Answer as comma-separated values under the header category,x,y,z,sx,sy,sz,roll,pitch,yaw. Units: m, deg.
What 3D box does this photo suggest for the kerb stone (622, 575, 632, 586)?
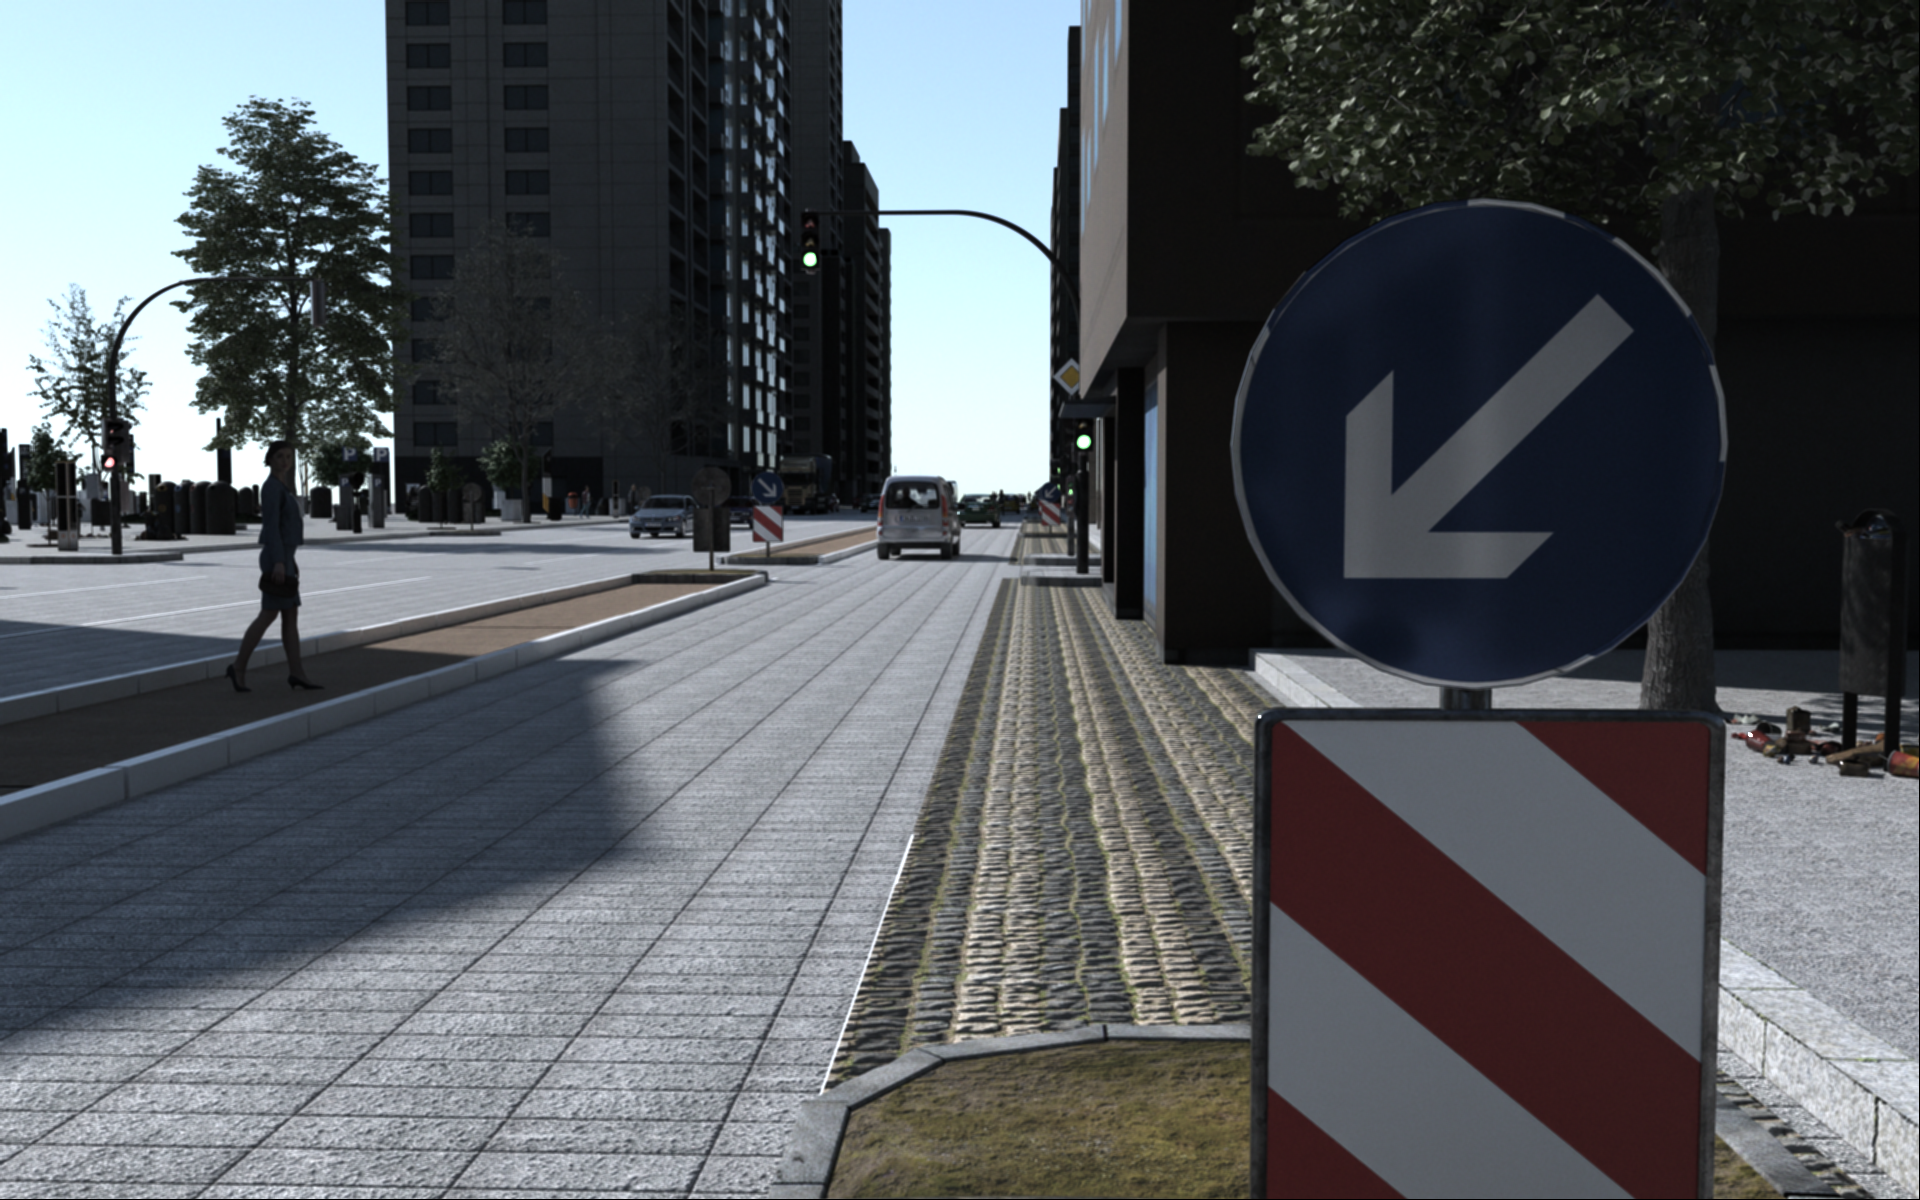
category,x,y,z,sx,sy,sz,roll,pitch,yaw
kerb stone,-5.290,-0.301,27.176,0.120,0.150,1.000,0,4,2

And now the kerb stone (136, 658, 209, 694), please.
category,x,y,z,sx,sy,sz,roll,pitch,yaw
kerb stone,-5.884,0.572,12.845,0.120,0.150,1.000,0,4,2

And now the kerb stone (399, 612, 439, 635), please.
category,x,y,z,sx,sy,sz,roll,pitch,yaw
kerb stone,-5.668,0.259,17.968,0.120,0.150,1.000,0,4,2

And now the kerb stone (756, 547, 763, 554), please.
category,x,y,z,sx,sy,sz,roll,pitch,yaw
kerb stone,-4.753,-1.087,40.034,0.120,0.150,1.000,0,4,2

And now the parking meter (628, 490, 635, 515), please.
category,x,y,z,sx,sy,sz,roll,pitch,yaw
parking meter,-20.366,-6.052,107.368,0.372,1.533,0.369,0,3,0

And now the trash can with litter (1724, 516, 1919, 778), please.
category,x,y,z,sx,sy,sz,roll,pitch,yaw
trash can with litter,4.482,0.151,8.585,1.678,1.210,2.233,0,4,7

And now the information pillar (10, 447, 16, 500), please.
category,x,y,z,sx,sy,sz,roll,pitch,yaw
information pillar,-46.632,-5.747,85.324,0.183,3.616,0.504,-1,4,-11

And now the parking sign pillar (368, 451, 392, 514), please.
category,x,y,z,sx,sy,sz,roll,pitch,yaw
parking sign pillar,-36.650,-7.388,109.264,1.447,3.967,1.447,-2,4,-25

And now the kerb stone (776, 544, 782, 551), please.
category,x,y,z,sx,sy,sz,roll,pitch,yaw
kerb stone,-4.622,-1.279,43.105,0.120,0.150,1.000,0,4,2

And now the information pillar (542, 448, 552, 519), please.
category,x,y,z,sx,sy,sz,roll,pitch,yaw
information pillar,-20.903,-5.894,87.728,0.183,3.616,0.504,3,5,42

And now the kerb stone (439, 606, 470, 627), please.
category,x,y,z,sx,sy,sz,roll,pitch,yaw
kerb stone,-5.620,0.197,18.989,0.120,0.150,1.000,0,4,2

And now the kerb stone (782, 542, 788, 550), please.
category,x,y,z,sx,sy,sz,roll,pitch,yaw
kerb stone,-4.579,-1.340,44.126,0.120,0.150,1.000,0,4,2

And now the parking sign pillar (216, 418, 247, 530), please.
category,x,y,z,sx,sy,sz,roll,pitch,yaw
parking sign pillar,-26.301,-4.490,61.881,1.447,3.967,1.447,-2,4,-23

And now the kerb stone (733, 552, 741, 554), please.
category,x,y,z,sx,sy,sz,roll,pitch,yaw
kerb stone,-4.880,-0.903,36.960,0.120,0.150,1.000,0,4,2

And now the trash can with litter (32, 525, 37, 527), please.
category,x,y,z,sx,sy,sz,roll,pitch,yaw
trash can with litter,-36.007,-3.532,68.813,2.233,1.210,1.678,2,4,31

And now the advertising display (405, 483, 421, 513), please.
category,x,y,z,sx,sy,sz,roll,pitch,yaw
advertising display,-31.898,-5.858,100.984,0.123,1.923,0.974,3,5,39

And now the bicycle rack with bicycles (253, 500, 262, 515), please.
category,x,y,z,sx,sy,sz,roll,pitch,yaw
bicycle rack with bicycles,-41.532,-5.474,102.886,2.925,0.926,2.852,-3,5,-44

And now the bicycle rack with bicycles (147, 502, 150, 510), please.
category,x,y,z,sx,sy,sz,roll,pitch,yaw
bicycle rack with bicycles,-51.876,-6.018,111.784,2.852,0.926,2.925,0,4,5

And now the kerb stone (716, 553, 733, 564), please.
category,x,y,z,sx,sy,sz,roll,pitch,yaw
kerb stone,-4.919,-0.840,35.937,0.120,0.150,1.000,0,4,2

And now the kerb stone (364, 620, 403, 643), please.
category,x,y,z,sx,sy,sz,roll,pitch,yaw
kerb stone,-5.716,0.329,16.947,0.120,0.150,1.000,0,4,2

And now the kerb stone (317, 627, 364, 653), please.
category,x,y,z,sx,sy,sz,roll,pitch,yaw
kerb stone,-5.757,0.384,15.925,0.120,0.150,1.000,0,4,2

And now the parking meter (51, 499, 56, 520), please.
category,x,y,z,sx,sy,sz,roll,pitch,yaw
parking meter,-45.684,-4.972,87.007,0.399,1.863,0.255,-3,5,-41

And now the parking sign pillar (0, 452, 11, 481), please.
category,x,y,z,sx,sy,sz,roll,pitch,yaw
parking sign pillar,-60.922,-7.443,110.163,1.447,3.967,1.447,0,4,7

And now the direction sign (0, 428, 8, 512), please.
category,x,y,z,sx,sy,sz,roll,pitch,yaw
direction sign,-32.801,-4.115,59.283,0.379,3.537,0.876,0,4,-2

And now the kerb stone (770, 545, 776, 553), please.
category,x,y,z,sx,sy,sz,roll,pitch,yaw
kerb stone,-4.664,-1.216,42.084,0.120,0.150,1.000,0,4,2

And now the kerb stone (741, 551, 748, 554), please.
category,x,y,z,sx,sy,sz,roll,pitch,yaw
kerb stone,-4.836,-0.965,37.981,0.120,0.150,1.000,0,4,2

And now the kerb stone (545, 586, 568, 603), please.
category,x,y,z,sx,sy,sz,roll,pitch,yaw
kerb stone,-5.452,-0.055,23.087,0.120,0.150,1.000,0,4,2

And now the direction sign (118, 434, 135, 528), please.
category,x,y,z,sx,sy,sz,roll,pitch,yaw
direction sign,-31.631,-4.498,65.531,0.876,3.537,0.379,1,4,9

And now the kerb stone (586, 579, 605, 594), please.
category,x,y,z,sx,sy,sz,roll,pitch,yaw
kerb stone,-5.369,-0.180,25.133,0.120,0.150,1.000,0,4,2

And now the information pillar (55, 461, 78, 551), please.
category,x,y,z,sx,sy,sz,roll,pitch,yaw
information pillar,-20.160,-2.116,39.093,0.304,2.012,0.304,1,4,11

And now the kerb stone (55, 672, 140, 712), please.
category,x,y,z,sx,sy,sz,roll,pitch,yaw
kerb stone,-5.928,0.635,11.817,0.120,0.150,1.000,0,4,2

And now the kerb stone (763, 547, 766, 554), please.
category,x,y,z,sx,sy,sz,roll,pitch,yaw
kerb stone,-4.698,-1.151,41.057,0.120,0.150,1.000,0,4,2

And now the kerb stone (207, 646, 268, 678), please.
category,x,y,z,sx,sy,sz,roll,pitch,yaw
kerb stone,-5.840,0.510,13.866,0.120,0.150,1.000,0,4,2

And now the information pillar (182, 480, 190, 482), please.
category,x,y,z,sx,sy,sz,roll,pitch,yaw
information pillar,-39.678,-5.160,88.858,0.304,2.012,0.304,0,4,4

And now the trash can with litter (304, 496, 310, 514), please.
category,x,y,z,sx,sy,sz,roll,pitch,yaw
trash can with litter,-41.885,-6.050,110.297,1.055,1.170,0.624,2,4,27

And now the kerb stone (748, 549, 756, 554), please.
category,x,y,z,sx,sy,sz,roll,pitch,yaw
kerb stone,-4.792,-1.025,39.012,0.120,0.150,1.000,0,4,2

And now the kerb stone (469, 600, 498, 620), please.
category,x,y,z,sx,sy,sz,roll,pitch,yaw
kerb stone,-5.584,0.133,20.013,0.120,0.150,1.000,0,4,2

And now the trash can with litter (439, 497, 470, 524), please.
category,x,y,z,sx,sy,sz,roll,pitch,yaw
trash can with litter,-21.535,-3.876,74.427,2.233,1.210,1.678,-3,5,-44

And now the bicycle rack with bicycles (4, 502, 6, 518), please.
category,x,y,z,sx,sy,sz,roll,pitch,yaw
bicycle rack with bicycles,-51.437,-4.957,94.429,2.852,0.926,2.925,0,4,-6

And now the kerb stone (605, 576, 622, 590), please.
category,x,y,z,sx,sy,sz,roll,pitch,yaw
kerb stone,-5.324,-0.239,26.154,0.120,0.150,1.000,0,4,2

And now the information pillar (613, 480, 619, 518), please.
category,x,y,z,sx,sy,sz,roll,pitch,yaw
information pillar,-18.461,-5.407,92.898,0.304,2.012,0.304,-1,4,-11

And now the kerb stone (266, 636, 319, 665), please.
category,x,y,z,sx,sy,sz,roll,pitch,yaw
kerb stone,-5.802,0.447,14.893,0.120,0.150,1.000,0,4,2

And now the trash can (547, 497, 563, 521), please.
category,x,y,z,sx,sy,sz,roll,pitch,yaw
trash can,-19.494,-4.389,83.412,0.748,1.137,0.748,0,3,0

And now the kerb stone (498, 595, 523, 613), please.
category,x,y,z,sx,sy,sz,roll,pitch,yaw
kerb stone,-5.551,0.071,21.038,0.120,0.150,1.000,0,4,2

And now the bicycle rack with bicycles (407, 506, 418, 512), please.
category,x,y,z,sx,sy,sz,roll,pitch,yaw
bicycle rack with bicycles,-33.232,-5.911,110.022,2.925,0.926,2.852,2,4,32

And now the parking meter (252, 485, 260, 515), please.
category,x,y,z,sx,sy,sz,roll,pitch,yaw
parking meter,-45.737,-6.541,112.657,0.255,1.863,0.399,-1,4,-17

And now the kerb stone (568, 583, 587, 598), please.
category,x,y,z,sx,sy,sz,roll,pitch,yaw
kerb stone,-5.420,-0.112,24.111,0.120,0.150,1.000,0,4,2

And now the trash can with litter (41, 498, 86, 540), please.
category,x,y,z,sx,sy,sz,roll,pitch,yaw
trash can with litter,-25.294,-2.293,48.875,0.624,1.170,1.055,2,4,31

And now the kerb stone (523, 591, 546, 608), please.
category,x,y,z,sx,sy,sz,roll,pitch,yaw
kerb stone,-5.505,0.008,22.065,0.120,0.150,1.000,0,4,2

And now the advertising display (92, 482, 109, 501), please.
category,x,y,z,sx,sy,sz,roll,pitch,yaw
advertising display,-44.216,-5.131,89.099,0.123,1.923,0.974,1,4,21

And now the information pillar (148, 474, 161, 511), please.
category,x,y,z,sx,sy,sz,roll,pitch,yaw
information pillar,-29.571,-3.619,63.663,0.304,2.012,0.304,1,4,20

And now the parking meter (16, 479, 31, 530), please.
category,x,y,z,sx,sy,sz,roll,pitch,yaw
parking meter,-33.879,-3.483,62.653,0.399,1.863,0.255,-1,4,-11

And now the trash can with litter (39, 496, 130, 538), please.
category,x,y,z,sx,sy,sz,roll,pitch,yaw
trash can with litter,-25.728,-2.444,51.019,2.233,1.210,1.678,-2,4,-24
